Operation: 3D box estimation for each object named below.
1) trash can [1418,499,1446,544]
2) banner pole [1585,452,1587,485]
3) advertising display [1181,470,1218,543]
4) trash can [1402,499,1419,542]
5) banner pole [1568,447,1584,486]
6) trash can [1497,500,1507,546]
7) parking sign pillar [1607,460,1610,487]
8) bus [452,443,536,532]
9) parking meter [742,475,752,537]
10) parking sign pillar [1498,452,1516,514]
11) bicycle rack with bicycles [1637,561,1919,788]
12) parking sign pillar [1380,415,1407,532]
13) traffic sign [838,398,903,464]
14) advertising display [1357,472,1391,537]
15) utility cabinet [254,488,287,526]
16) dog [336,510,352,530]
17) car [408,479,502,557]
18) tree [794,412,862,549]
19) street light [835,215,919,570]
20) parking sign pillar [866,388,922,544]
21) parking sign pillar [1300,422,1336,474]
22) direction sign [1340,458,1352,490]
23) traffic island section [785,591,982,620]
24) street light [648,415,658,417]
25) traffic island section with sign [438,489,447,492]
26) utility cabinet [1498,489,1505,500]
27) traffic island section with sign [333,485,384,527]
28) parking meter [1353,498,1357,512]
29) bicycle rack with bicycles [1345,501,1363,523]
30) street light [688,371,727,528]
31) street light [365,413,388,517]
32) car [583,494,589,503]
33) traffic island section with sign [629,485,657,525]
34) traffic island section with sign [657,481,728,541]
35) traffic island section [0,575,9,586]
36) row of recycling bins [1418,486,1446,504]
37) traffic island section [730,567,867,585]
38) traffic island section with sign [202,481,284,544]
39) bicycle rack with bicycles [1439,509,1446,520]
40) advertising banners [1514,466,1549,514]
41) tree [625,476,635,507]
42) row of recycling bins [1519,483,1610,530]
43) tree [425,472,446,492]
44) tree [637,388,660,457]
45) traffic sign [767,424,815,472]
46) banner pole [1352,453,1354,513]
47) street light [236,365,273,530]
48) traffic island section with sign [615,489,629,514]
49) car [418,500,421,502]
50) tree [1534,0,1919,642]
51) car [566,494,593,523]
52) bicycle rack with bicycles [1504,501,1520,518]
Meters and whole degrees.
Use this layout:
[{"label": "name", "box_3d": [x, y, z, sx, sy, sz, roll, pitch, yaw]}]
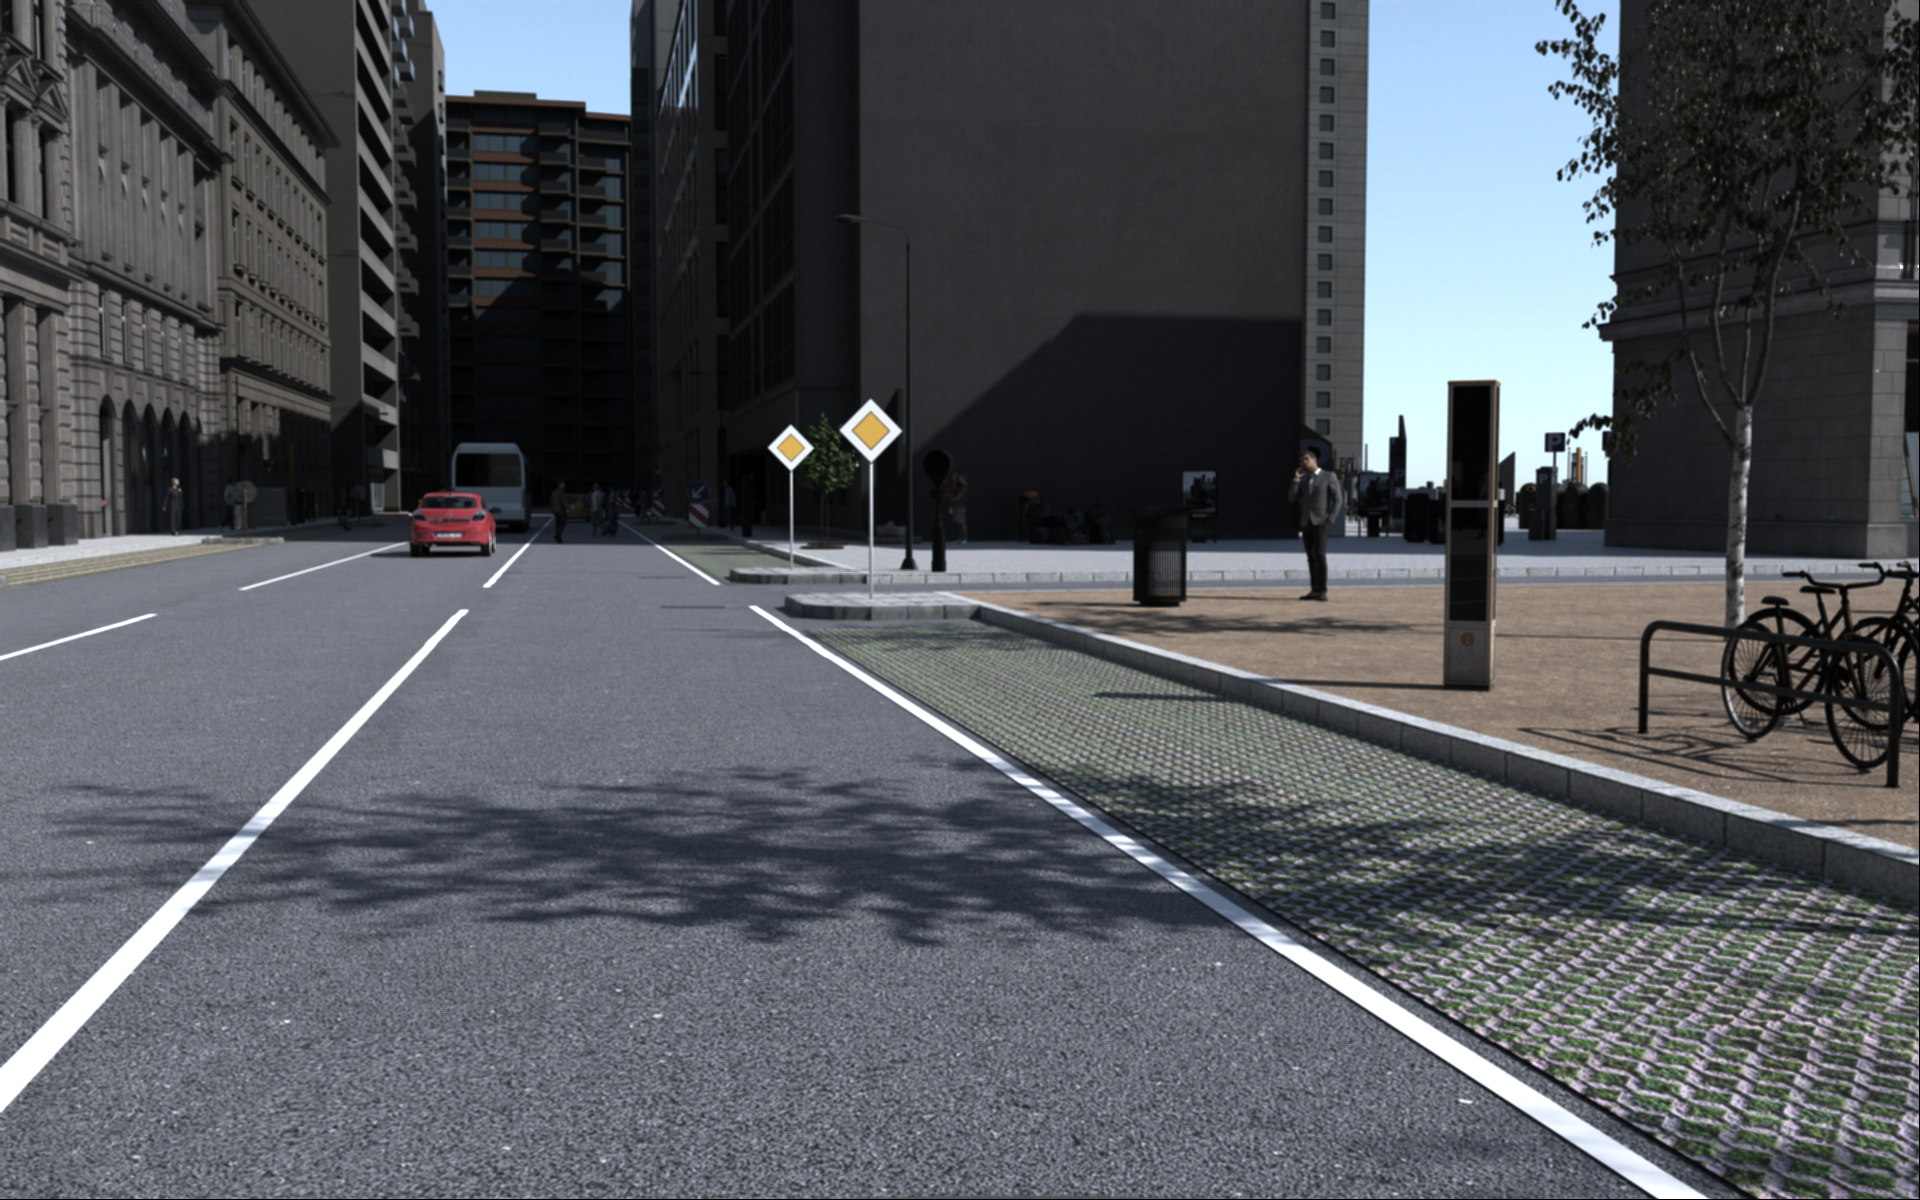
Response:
[{"label": "trash can", "box_3d": [12.333, -2.009, 44.494, 0.748, 1.137, 0.748, 0, 3, 0]}, {"label": "banner pole", "box_3d": [36.847, -6.886, 102.595, 0.863, 3.779, 0.401, -1, 4, -9]}, {"label": "advertising display", "box_3d": [6.308, -2.472, 45.628, 0.974, 1.923, 0.123, 2, 4, 23]}, {"label": "trash can", "box_3d": [12.137, -2.107, 46.098, 0.748, 1.137, 0.748, 0, 3, 0]}, {"label": "banner pole", "box_3d": [32.831, -6.288, 92.828, 0.863, 3.779, 0.401, 0, 4, -7]}, {"label": "trash can", "box_3d": [13.268, -1.931, 43.233, 0.748, 1.137, 0.748, 0, 3, 0]}, {"label": "parking sign pillar", "box_3d": [35.571, -6.408, 93.244, 1.447, 3.967, 1.447, -3, 5, -44]}, {"label": "bus", "box_3d": [-18.493, -4.532, 68.964, 2.948, 3.499, 13.247, -1, 4, -13]}, {"label": "parking meter", "box_3d": [-6.400, -2.830, 51.989, 0.255, 1.863, 0.399, -1, 4, -14]}, {"label": "parking sign pillar", "box_3d": [34.532, -7.426, 109.890, 1.447, 3.967, 1.447, -1, 4, -22]}, {"label": "bicycle rack with bicycles", "box_3d": [4.817, 0.280, 8.803, 2.852, 0.926, 2.925, -1, 4, -13]}, {"label": "parking sign pillar", "box_3d": [14.796, -4.284, 58.515, 1.447, 3.967, 1.447, 1, 4, 9]}, {"label": "traffic sign", "box_3d": [-1.058, -1.151, 21.011, 0.795, 2.593, 0.064, -1, 4, -12]}, {"label": "advertising display", "box_3d": [12.349, -2.844, 51.715, 0.974, 1.923, 0.123, 0, 4, -4]}, {"label": "utility cabinet", "box_3d": [-27.230, -3.651, 68.366, 1.173, 1.500, 0.318, 0, 4, -3]}, {"label": "dog", "box_3d": [-23.996, -3.119, 67.834, 0.800, 0.831, 0.513, -1, 4, -14]}, {"label": "car", "box_3d": [-11.990, -1.958, 41.046, 2.155, 1.783, 4.494, -1, 4, -13]}, {"label": "tree", "box_3d": [-3.449, -2.981, 43.349, 1.663, 3.219, 1.824, 0, 3, 0]}, {"label": "street light", "box_3d": [-1.394, -3.460, 29.115, 1.470, 5.913, 1.316, -1, 4, -12]}, {"label": "parking sign pillar", "box_3d": [-1.707, -3.440, 44.722, 1.447, 3.967, 1.447, -2, 4, -28]}, {"label": "parking sign pillar", "box_3d": [12.673, -4.497, 62.004, 1.447, 3.967, 1.447, 0, 4, 2]}, {"label": "direction sign", "box_3d": [24.067, -7.095, 108.006, 0.876, 3.537, 0.379, -1, 4, -20]}, {"label": "traffic island section", "box_3d": [-1.037, 0.072, 21.099, 2.009, 0.180, 2.903, -1, 4, -12]}, {"label": "street light", "box_3d": [-17.702, -7.945, 102.448, 1.470, 5.913, 1.316, -1, 4, -12]}, {"label": "traffic island section with sign", "box_3d": [-37.403, -7.146, 125.473, 1.989, 1.847, 2.006, -1, 4, -12]}, {"label": "utility cabinet", "box_3d": [24.467, -4.335, 79.549, 0.318, 1.500, 1.173, -2, 4, -26]}, {"label": "traffic island section with sign", "box_3d": [-26.600, -4.162, 76.673, 1.989, 1.847, 2.006, -1, 4, -12]}, {"label": "parking meter", "box_3d": [24.941, -6.168, 109.260, 0.372, 1.533, 0.369, 0, 3, 0]}, {"label": "bicycle rack with bicycles", "box_3d": [19.146, -4.418, 85.610, 2.925, 0.926, 2.852, -1, 4, -16]}, {"label": "street light", "box_3d": [-9.586, -5.702, 65.773, 1.470, 5.913, 1.316, -1, 4, -12]}, {"label": "street light", "box_3d": [-33.318, -7.728, 98.899, 1.470, 5.913, 1.316, -1, 4, -12]}, {"label": "car", "box_3d": [-23.476, -6.039, 108.967, 2.015, 1.641, 3.980, -1, 4, -11]}, {"label": "traffic island section with sign", "box_3d": [-14.141, -4.376, 80.175, 1.989, 1.847, 2.006, -1, 4, -12]}, {"label": "traffic island section with sign", "box_3d": [-8.268, -2.757, 53.699, 1.989, 1.847, 2.006, -1, 4, -12]}, {"label": "traffic island section", "box_3d": [-15.695, -0.230, 26.045, 2.009, 0.180, 2.903, -1, 4, -12]}, {"label": "row of recycling bins", "box_3d": [26.282, -5.288, 93.568, 3.534, 1.692, 1.069, 3, 4, 39]}, {"label": "traffic island section", "box_3d": [-2.765, -0.405, 28.895, 2.009, 0.180, 2.903, -1, 4, -12]}, {"label": "traffic island section with sign", "box_3d": [-20.714, -2.539, 50.136, 1.989, 1.847, 2.006, -1, 4, -12]}, {"label": "bicycle rack with bicycles", "box_3d": [19.205, -3.494, 70.501, 2.925, 0.926, 2.852, 0, 4, 0]}, {"label": "advertising banners", "box_3d": [36.330, -6.968, 110.111, 2.074, 3.025, 0.090, 1, 4, 20]}, {"label": "tree", "box_3d": [-33.678, -11.261, 178.723, 1.663, 3.219, 1.824, 0, 3, 0]}, {"label": "row of recycling bins", "box_3d": [21.952, -3.411, 62.886, 1.069, 1.692, 3.534, -3, 5, -42]}, {"label": "tree", "box_3d": [-45.921, -9.644, 152.284, 1.663, 3.219, 1.824, 0, 3, 0]}, {"label": "tree", "box_3d": [-17.728, -9.602, 107.357, 4.737, 8.622, 4.395, 0, 3, 0]}, {"label": "traffic sign", "box_3d": [-2.786, -1.628, 28.808, 0.795, 2.593, 0.064, -1, 4, -12]}, {"label": "banner pole", "box_3d": [23.815, -7.032, 104.992, 0.401, 3.779, 0.863, 1, 4, 10]}, {"label": "street light", "box_3d": [-25.340, -5.483, 62.194, 1.470, 5.913, 1.316, -1, 4, -12]}, {"label": "traffic island section with sign", "box_3d": [-24.789, -7.316, 128.248, 1.989, 1.847, 2.006, -1, 4, -12]}, {"label": "car", "box_3d": [-36.305, -6.687, 119.563, 2.015, 1.641, 3.980, -1, 4, -12]}, {"label": "tree", "box_3d": [6.865, -3.953, 14.999, 4.360, 8.622, 3.978, 0, 3, 0]}, {"label": "car", "box_3d": [-19.684, -4.766, 88.147, 2.015, 1.641, 3.980, -1, 4, -11]}, {"label": "bicycle rack with bicycles", "box_3d": [30.554, -4.995, 95.049, 2.925, 0.926, 2.852, 3, 5, 41]}]
